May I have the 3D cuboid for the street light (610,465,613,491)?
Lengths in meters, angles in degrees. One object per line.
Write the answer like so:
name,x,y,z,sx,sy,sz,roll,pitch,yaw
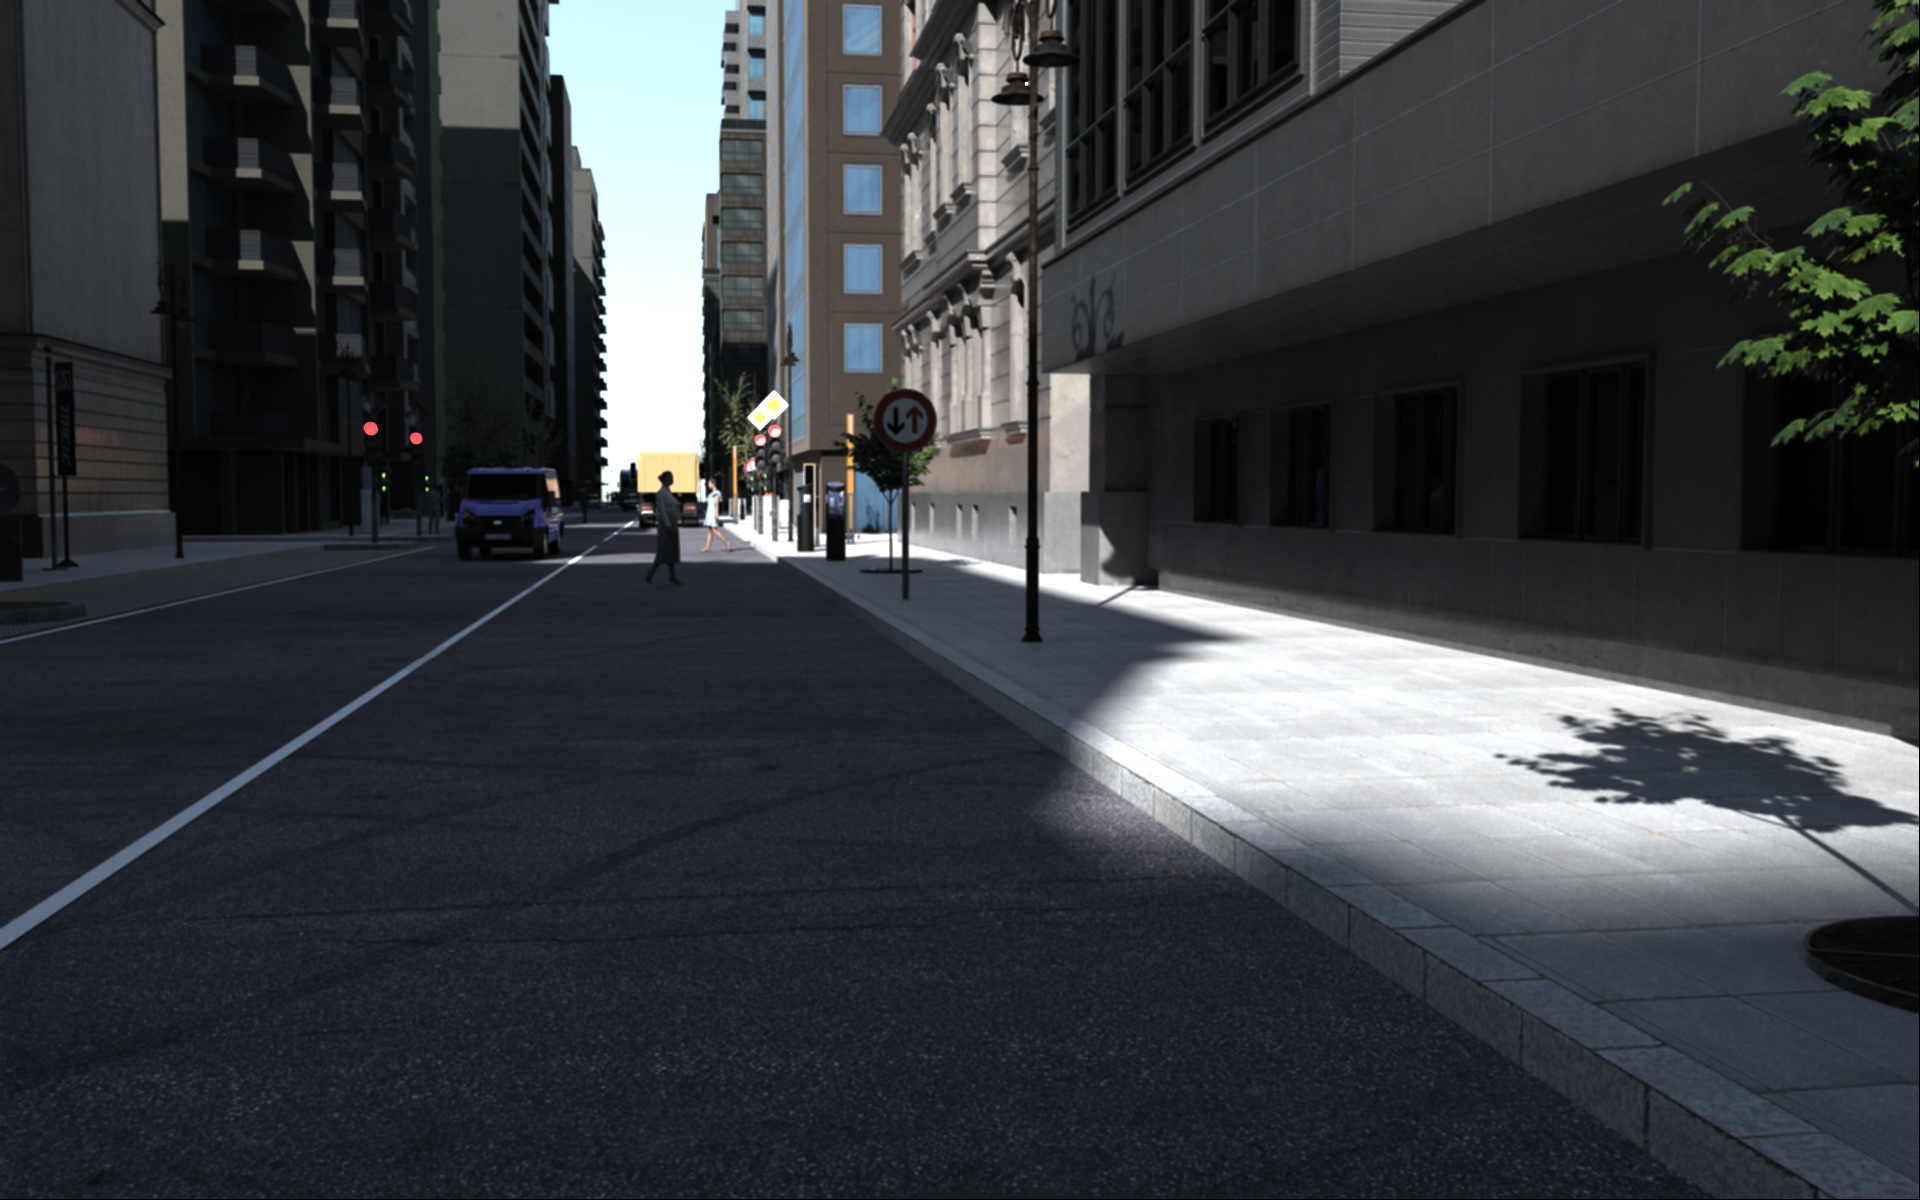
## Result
street light,-54.977,-18.378,273.269,0.468,5.910,1.993,-1,4,-9

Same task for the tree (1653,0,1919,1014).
tree,2.658,-0.603,4.467,1.663,3.219,1.824,0,3,0

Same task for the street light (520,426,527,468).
street light,-28.945,-8.707,115.142,0.468,5.910,1.993,-1,4,-9

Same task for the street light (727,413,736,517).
street light,-12.813,-7.600,97.050,0.468,5.910,1.993,-1,4,-9

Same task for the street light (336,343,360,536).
street light,-18.721,-4.912,53.106,0.468,5.910,1.993,-1,4,-9

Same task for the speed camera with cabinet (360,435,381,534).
speed camera with cabinet,-19.391,-3.834,57.027,0.660,3.252,2.038,-1,4,-16

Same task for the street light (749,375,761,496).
street light,-7.789,-5.699,65.972,0.468,5.910,1.993,-1,4,-9

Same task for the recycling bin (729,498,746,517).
recycling bin,-12.734,-5.298,99.177,0.722,1.027,0.722,-3,4,-37

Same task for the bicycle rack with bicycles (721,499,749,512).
bicycle rack with bicycles,-16.323,-6.891,126.054,2.925,0.926,2.852,-1,4,-21

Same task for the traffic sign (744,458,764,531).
traffic sign,-7.149,-3.694,60.506,0.768,2.556,0.104,0,4,-2

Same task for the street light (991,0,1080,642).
street light,0.630,-2.577,14.916,0.468,5.910,1.993,-1,4,-9

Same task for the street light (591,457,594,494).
street light,-44.722,-14.574,211.079,0.468,5.910,1.993,-1,4,-9

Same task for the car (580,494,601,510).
car,-33.561,-8.889,157.340,2.014,1.417,4.499,-1,4,-11

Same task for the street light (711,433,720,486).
street light,-18.008,-9.529,128.594,0.468,5.910,1.993,-1,4,-9

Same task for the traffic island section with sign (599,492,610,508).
traffic island section with sign,-37.069,-10.309,177.176,1.989,1.847,2.006,-1,4,-9

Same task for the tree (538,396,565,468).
tree,-30.787,-10.653,124.546,4.737,8.622,4.395,0,3,0

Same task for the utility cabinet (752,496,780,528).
utility cabinet,-7.248,-3.275,64.709,1.020,1.237,0.306,0,4,0

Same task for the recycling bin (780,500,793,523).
recycling bin,-7.660,-3.898,76.286,0.722,1.027,0.722,1,4,13

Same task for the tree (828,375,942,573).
tree,-1.025,-2.062,28.321,1.663,3.219,1.824,0,3,0

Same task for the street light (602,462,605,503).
street light,-49.847,-16.477,242.192,0.468,5.910,1.993,-1,4,-9

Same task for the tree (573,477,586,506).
tree,-43.045,-12.203,194.126,1.663,3.219,1.824,0,3,0

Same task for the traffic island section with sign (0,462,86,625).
traffic island section with sign,-11.125,-0.671,19.591,1.989,1.847,2.006,-1,4,-9

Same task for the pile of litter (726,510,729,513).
pile of litter,-15.231,-6.270,116.478,1.176,0.858,1.719,1,4,17

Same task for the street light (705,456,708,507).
street light,-25.315,-12.265,173.319,0.468,5.910,1.993,-1,4,-9

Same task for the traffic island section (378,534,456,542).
traffic island section,-16.665,-1.899,53.330,2.009,0.180,2.903,-1,4,-9

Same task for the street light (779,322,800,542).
street light,-4.586,-4.523,46.732,0.468,5.910,1.993,-1,4,-9

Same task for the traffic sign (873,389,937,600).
traffic sign,-0.662,-1.280,21.026,0.768,2.556,0.104,0,4,-1

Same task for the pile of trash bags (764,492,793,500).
pile of trash bags,-8.367,-4.307,80.179,1.912,1.369,3.447,1,4,11

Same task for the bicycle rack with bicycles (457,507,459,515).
bicycle rack with bicycles,-33.118,-6.520,119.987,2.925,0.926,2.852,3,4,36

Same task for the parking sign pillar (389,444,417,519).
parking sign pillar,-28.882,-6.199,89.826,1.447,3.967,1.447,0,4,-4

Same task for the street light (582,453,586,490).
street light,-41.375,-13.332,190.765,0.468,5.910,1.993,-1,4,-9

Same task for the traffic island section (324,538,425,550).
traffic island section,-15.368,-1.417,45.451,2.009,0.180,2.903,-1,4,-9

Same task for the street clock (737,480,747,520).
street clock,-10.859,-5.005,86.398,0.471,2.002,0.358,1,4,13

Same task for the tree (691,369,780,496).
tree,-13.046,-9.309,102.564,4.737,8.622,4.395,0,3,0

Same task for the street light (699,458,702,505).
street light,-30.505,-14.161,204.324,0.468,5.910,1.993,-1,4,-9

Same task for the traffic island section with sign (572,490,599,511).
traffic island section with sign,-32.585,-8.647,150.000,1.989,1.847,2.006,-1,4,-9

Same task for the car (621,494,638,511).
car,-27.209,-8.243,144.567,2.009,1.686,4.222,0,4,-8

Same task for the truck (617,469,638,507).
truck,-36.348,-12.377,192.120,2.967,4.110,18.799,-1,4,-10

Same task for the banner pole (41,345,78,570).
banner pole,-15.102,-2.388,29.066,0.863,3.779,0.401,2,4,27

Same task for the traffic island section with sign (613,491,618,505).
traffic island section with sign,-46.318,-13.745,233.354,1.989,1.847,2.006,-1,4,-9

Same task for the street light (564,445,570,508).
street light,-36.188,-11.436,159.760,0.468,5.910,1.993,-1,4,-9

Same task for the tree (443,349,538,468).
tree,-24.330,-8.417,87.973,4.737,8.622,4.395,0,3,0

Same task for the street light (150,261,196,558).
street light,-15.663,-3.780,34.590,0.468,5.910,1.993,-1,4,-9

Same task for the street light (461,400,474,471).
street light,-23.895,-6.809,84.114,0.468,5.910,1.993,-1,4,-9

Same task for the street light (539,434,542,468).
street light,-31.139,-9.533,128.653,0.468,5.910,1.993,-1,4,-9

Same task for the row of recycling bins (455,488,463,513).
row of recycling bins,-33.529,-6.712,116.861,3.534,1.692,1.069,-1,4,-11

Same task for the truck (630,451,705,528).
truck,-13.057,-4.990,77.511,3.469,3.379,9.791,-1,4,-10

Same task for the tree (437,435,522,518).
tree,-26.357,-6.689,93.080,4.285,4.588,4.351,0,3,0
